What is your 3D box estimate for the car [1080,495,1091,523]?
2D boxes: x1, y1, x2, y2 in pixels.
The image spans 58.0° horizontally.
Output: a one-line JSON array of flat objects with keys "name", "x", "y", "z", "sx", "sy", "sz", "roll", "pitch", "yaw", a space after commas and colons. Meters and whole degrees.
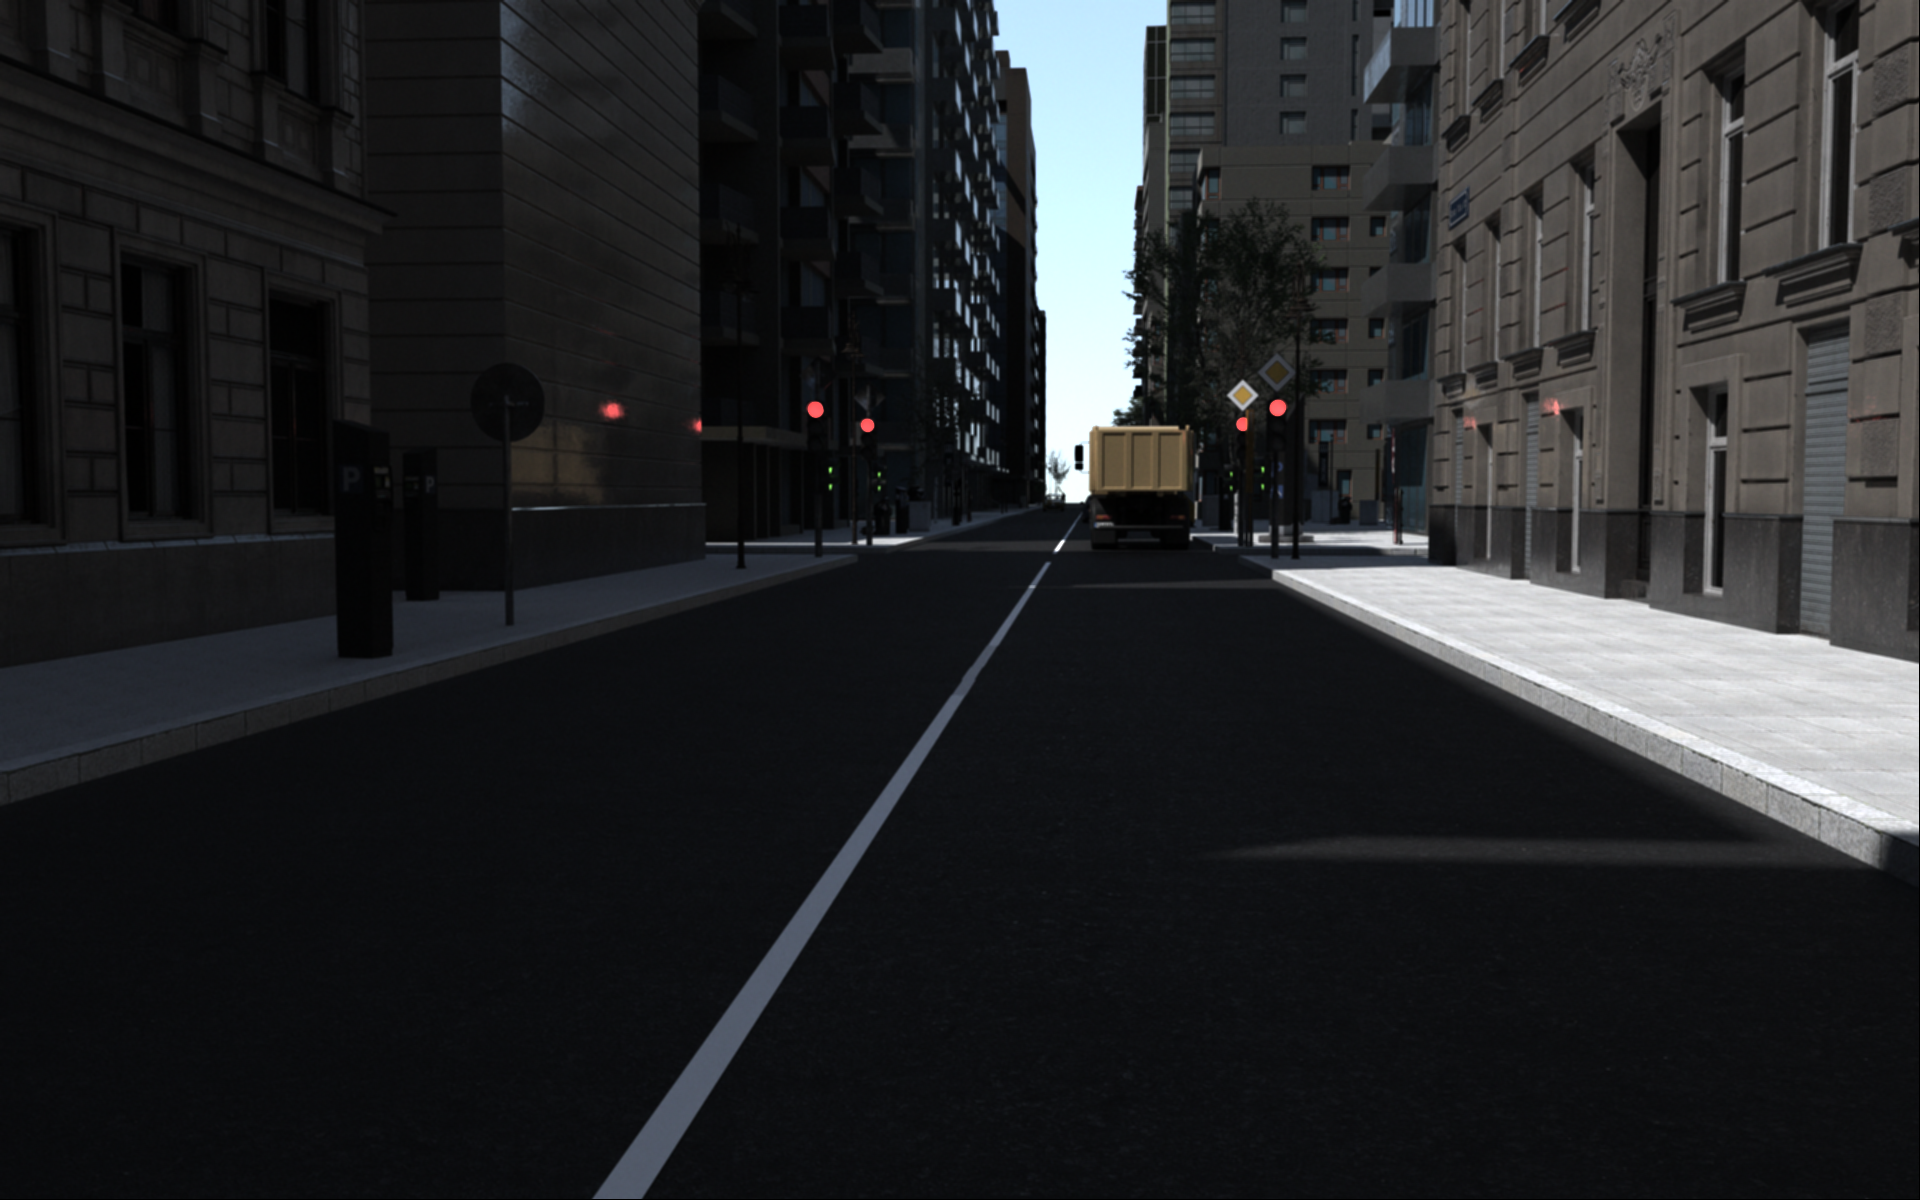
[{"name": "car", "x": 7.105, "y": -4.639, "z": 87.854, "sx": 2.014, "sy": 1.417, "sz": 4.499, "roll": 0, "pitch": 4, "yaw": 3}]

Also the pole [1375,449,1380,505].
[{"name": "pole", "x": 18.929, "y": -5.179, "z": 78.520, "sx": 0.158, "sy": 3.312, "sz": 0.155, "roll": 0, "pitch": 3, "yaw": 0}]

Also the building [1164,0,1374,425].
[{"name": "building", "x": 22.066, "y": -27.109, "z": 126.834, "sx": 14.154, "sy": 41.232, "sz": 14.086, "roll": 0, "pitch": 4, "yaw": 4}]

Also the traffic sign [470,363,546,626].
[{"name": "traffic sign", "x": -4.400, "y": -1.024, "z": 16.845, "sx": 0.768, "sy": 2.556, "sz": 0.104, "roll": 1, "pitch": 4, "yaw": 9}]

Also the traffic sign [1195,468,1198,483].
[{"name": "traffic sign", "x": 8.935, "y": -3.982, "z": 67.231, "sx": 0.606, "sy": 2.300, "sz": 0.079, "roll": 1, "pitch": 4, "yaw": 13}]

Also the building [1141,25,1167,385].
[{"name": "building", "x": 36.061, "y": -50.510, "z": 264.082, "sx": 20.563, "sy": 71.187, "sz": 20.611, "roll": 0, "pitch": 4, "yaw": 4}]

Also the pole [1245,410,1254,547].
[{"name": "pole", "x": 7.003, "y": -2.939, "z": 41.902, "sx": 0.158, "sy": 3.312, "sz": 0.155, "roll": 0, "pitch": 3, "yaw": 0}]

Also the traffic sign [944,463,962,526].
[{"name": "traffic sign", "x": -0.294, "y": -4.271, "z": 69.929, "sx": 0.768, "sy": 2.556, "sz": 0.104, "roll": 1, "pitch": 4, "yaw": 10}]

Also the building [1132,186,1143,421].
[{"name": "building", "x": 35.145, "y": -35.815, "z": 240.192, "sx": 22.147, "sy": 44.769, "sz": 28.867, "roll": 0, "pitch": 4, "yaw": 4}]

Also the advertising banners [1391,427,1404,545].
[{"name": "advertising banners", "x": 11.192, "y": -2.947, "z": 44.364, "sx": 0.090, "sy": 3.025, "sz": 2.074, "roll": 0, "pitch": 4, "yaw": 7}]

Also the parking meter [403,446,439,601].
[{"name": "parking meter", "x": -6.493, "y": -0.926, "z": 20.858, "sx": 0.255, "sy": 1.863, "sz": 0.399, "roll": 1, "pitch": 4, "yaw": 17}]

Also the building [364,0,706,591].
[{"name": "building", "x": -17.543, "y": -14.157, "z": 28.733, "sx": 25.104, "sy": 27.353, "sz": 12.463, "roll": 0, "pitch": 4, "yaw": 4}]

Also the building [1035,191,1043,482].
[{"name": "building", "x": -0.610, "y": -37.920, "z": 239.602, "sx": 23.786, "sy": 49.044, "sz": 30.456, "roll": 0, "pitch": 4, "yaw": 4}]

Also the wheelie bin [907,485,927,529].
[{"name": "wheelie bin", "x": -1.642, "y": -3.423, "z": 63.877, "sx": 0.693, "sy": 1.594, "sz": 0.980, "roll": 2, "pitch": 4, "yaw": 28}]

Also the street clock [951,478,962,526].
[{"name": "street clock", "x": -0.150, "y": -4.035, "z": 70.536, "sx": 0.358, "sy": 2.002, "sz": 0.471, "roll": 2, "pitch": 4, "yaw": 32}]

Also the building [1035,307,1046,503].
[{"name": "building", "x": 5.820, "y": -30.009, "z": 262.355, "sx": 14.160, "sy": 30.474, "sz": 14.107, "roll": 0, "pitch": 4, "yaw": 4}]

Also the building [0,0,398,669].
[{"name": "building", "x": -11.901, "y": -8.923, "z": 10.522, "sx": 10.561, "sy": 19.102, "sz": 19.286, "roll": 0, "pitch": 4, "yaw": 4}]

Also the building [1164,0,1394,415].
[{"name": "building", "x": 31.426, "y": -34.123, "z": 147.152, "sx": 28.713, "sy": 52.752, "sz": 27.495, "roll": 0, "pitch": 4, "yaw": 4}]

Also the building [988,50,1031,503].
[{"name": "building", "x": 0.192, "y": -32.396, "z": 179.792, "sx": 14.600, "sy": 45.320, "sz": 14.200, "roll": 0, "pitch": 4, "yaw": 4}]

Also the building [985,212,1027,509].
[{"name": "building", "x": -9.992, "y": -28.730, "z": 161.618, "sx": 32.217, "sy": 40.220, "sz": 23.993, "roll": 0, "pitch": 4, "yaw": 4}]

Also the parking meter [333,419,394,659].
[{"name": "parking meter", "x": -4.677, "y": -0.482, "z": 13.599, "sx": 0.399, "sy": 1.863, "sz": 0.255, "roll": 1, "pitch": 4, "yaw": 19}]

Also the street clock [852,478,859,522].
[{"name": "street clock", "x": -4.820, "y": -4.614, "z": 80.004, "sx": 0.358, "sy": 2.002, "sz": 0.471, "roll": 0, "pitch": 4, "yaw": 4}]

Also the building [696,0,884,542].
[{"name": "building", "x": -14.474, "y": -24.671, "z": 58.002, "sx": 22.147, "sy": 44.769, "sz": 28.867, "roll": 0, "pitch": 4, "yaw": 4}]

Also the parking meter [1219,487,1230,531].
[{"name": "parking meter", "x": 9.297, "y": -3.211, "z": 60.906, "sx": 0.372, "sy": 1.533, "sz": 0.369, "roll": 0, "pitch": 3, "yaw": 0}]

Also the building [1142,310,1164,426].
[{"name": "building", "x": 32.880, "y": -20.273, "z": 176.503, "sx": 27.650, "sy": 21.520, "sz": 28.899, "roll": 0, "pitch": 4, "yaw": 4}]

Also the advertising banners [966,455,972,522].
[{"name": "advertising banners", "x": 0.389, "y": -5.058, "z": 78.882, "sx": 0.090, "sy": 3.025, "sz": 2.074, "roll": 0, "pitch": 4, "yaw": 7}]

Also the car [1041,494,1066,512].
[{"name": "car", "x": 7.758, "y": -8.143, "z": 143.359, "sx": 2.015, "sy": 1.641, "sz": 3.980, "roll": 0, "pitch": 4, "yaw": 5}]

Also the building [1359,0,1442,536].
[{"name": "building", "x": 28.362, "y": -26.598, "z": 54.492, "sx": 30.456, "sy": 49.044, "sz": 23.786, "roll": 0, "pitch": 4, "yaw": 4}]

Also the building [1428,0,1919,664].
[{"name": "building", "x": 13.438, "y": -13.565, "z": 19.058, "sx": 12.463, "sy": 27.353, "sz": 25.104, "roll": 0, "pitch": 4, "yaw": 4}]

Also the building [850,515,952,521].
[{"name": "building", "x": -10.655, "y": -29.093, "z": 95.280, "sx": 23.786, "sy": 49.044, "sz": 30.456, "roll": 0, "pitch": 4, "yaw": 4}]

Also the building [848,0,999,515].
[{"name": "building", "x": -8.502, "y": -31.460, "z": 133.979, "sx": 23.786, "sy": 49.044, "sz": 30.456, "roll": 0, "pitch": 4, "yaw": 4}]

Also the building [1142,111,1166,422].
[{"name": "building", "x": 33.619, "y": -36.161, "z": 214.933, "sx": 21.300, "sy": 48.544, "sz": 21.600, "roll": 0, "pitch": 4, "yaw": 4}]

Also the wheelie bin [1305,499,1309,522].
[{"name": "wheelie bin", "x": 15.882, "y": -4.462, "z": 80.862, "sx": 0.693, "sy": 1.594, "sz": 0.980, "roll": -2, "pitch": 4, "yaw": -31}]

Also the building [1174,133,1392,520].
[{"name": "building", "x": 26.924, "y": -15.584, "z": 99.831, "sx": 27.650, "sy": 21.520, "sz": 28.899, "roll": 0, "pitch": 4, "yaw": 4}]

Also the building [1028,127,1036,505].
[{"name": "building", "x": -1.704, "y": -36.082, "z": 213.645, "sx": 21.300, "sy": 48.544, "sz": 21.600, "roll": 0, "pitch": 4, "yaw": 4}]

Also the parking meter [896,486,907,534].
[{"name": "parking meter", "x": -1.900, "y": -2.918, "z": 56.118, "sx": 0.372, "sy": 1.533, "sz": 0.369, "roll": 0, "pitch": 3, "yaw": 0}]
